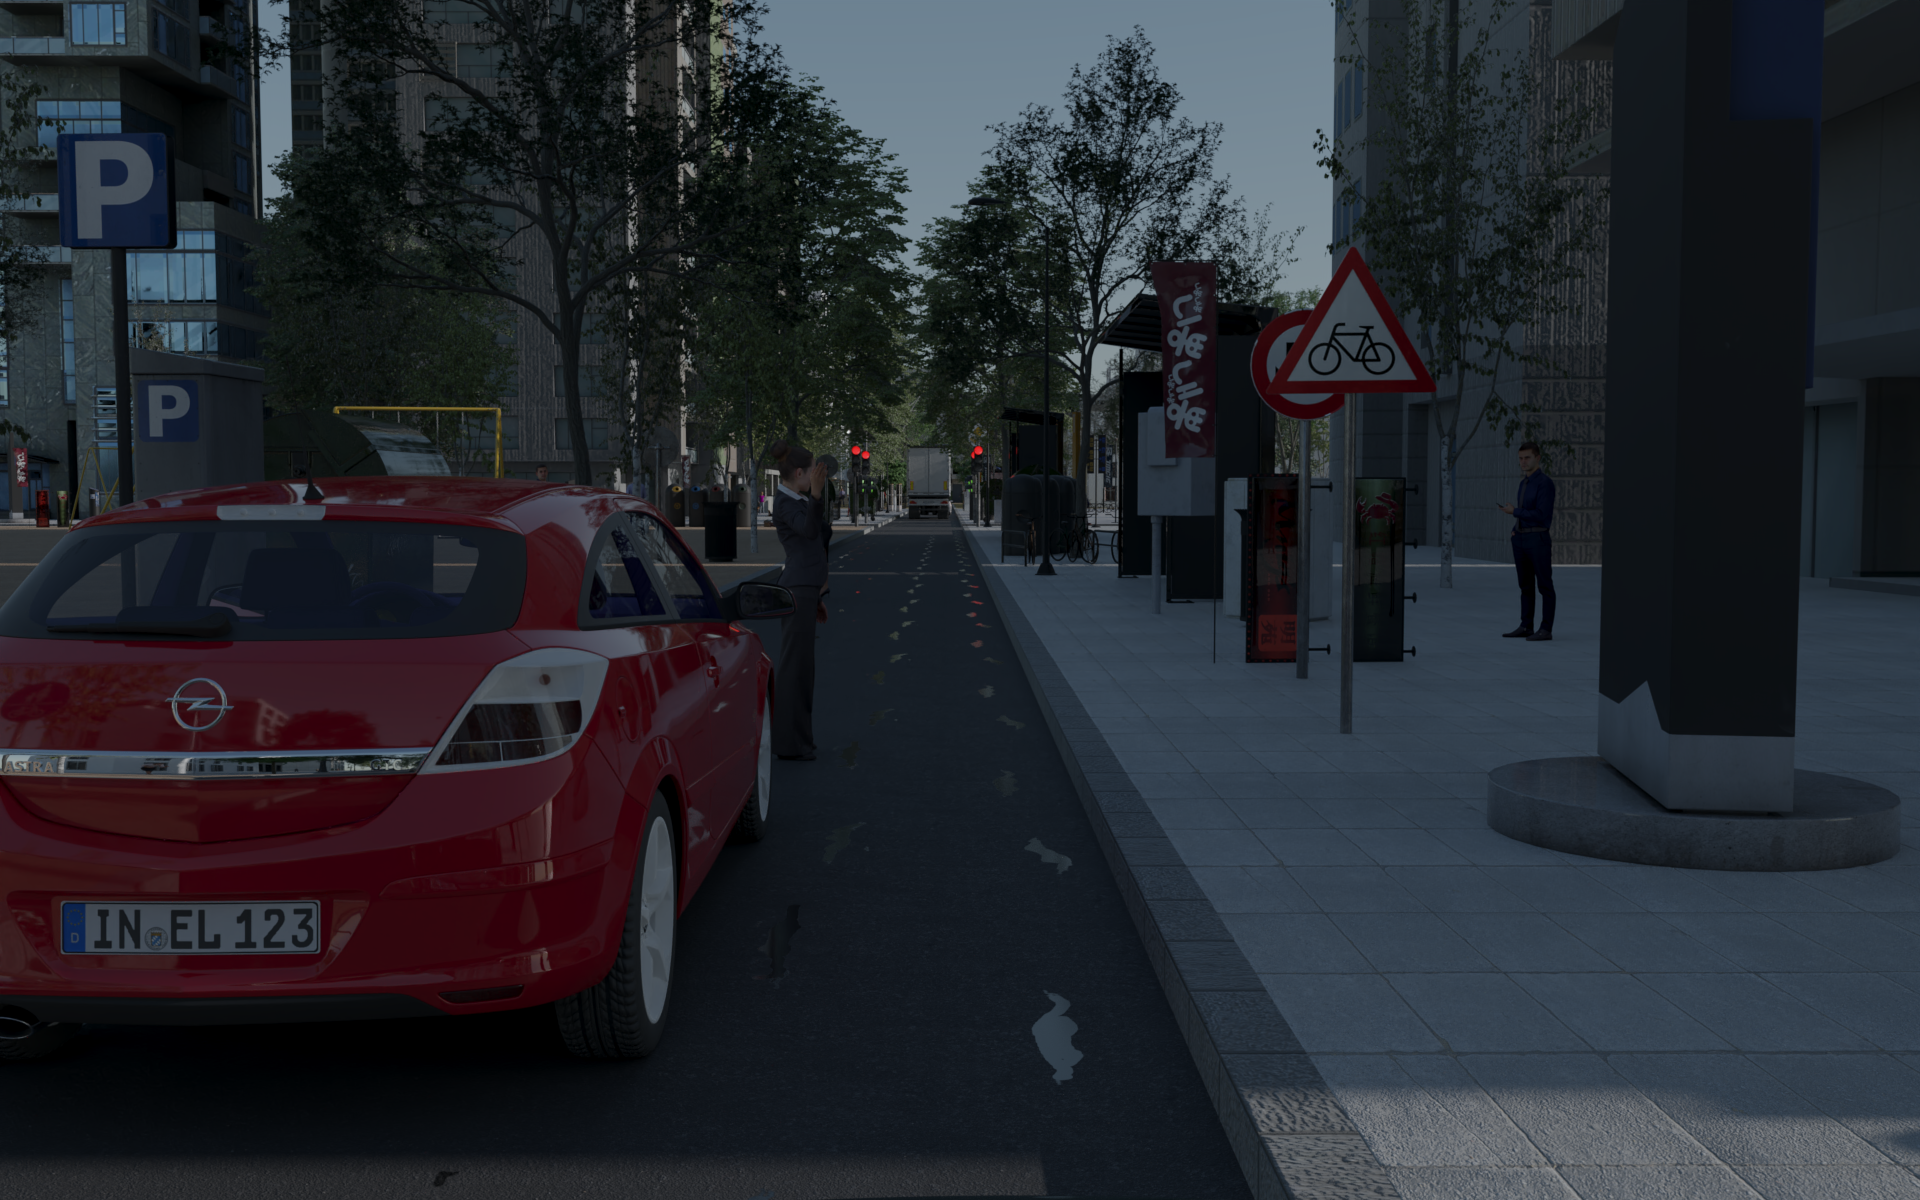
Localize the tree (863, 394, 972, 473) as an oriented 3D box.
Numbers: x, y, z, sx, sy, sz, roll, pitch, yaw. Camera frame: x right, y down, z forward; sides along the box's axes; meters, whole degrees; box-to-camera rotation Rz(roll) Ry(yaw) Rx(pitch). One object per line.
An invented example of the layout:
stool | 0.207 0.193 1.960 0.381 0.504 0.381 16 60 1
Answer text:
tree | -5.941 -14.725 166.515 9.928 11.665 9.643 0 3 0

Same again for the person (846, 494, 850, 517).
person | -6.134 -5.306 96.710 0.435 1.345 0.340 -2 4 -25

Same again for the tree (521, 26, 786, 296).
tree | -5.109 -4.770 28.357 4.360 8.622 3.978 0 3 0

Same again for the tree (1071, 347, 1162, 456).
tree | 13.542 -13.890 137.472 12.009 13.543 11.850 0 3 0

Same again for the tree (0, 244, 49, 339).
tree | -17.614 -5.580 25.653 7.601 10.594 8.767 -3 5 -39

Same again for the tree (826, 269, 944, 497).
tree | -4.262 -17.623 144.028 12.611 20.169 13.585 0 3 0

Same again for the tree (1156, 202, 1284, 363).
tree | 6.987 -5.744 44.270 4.360 8.622 3.978 0 3 0

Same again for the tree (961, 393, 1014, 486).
tree | 1.767 -9.821 110.929 4.360 8.622 3.978 0 3 0

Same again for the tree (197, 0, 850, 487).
tree | -4.742 -5.262 20.451 7.601 10.594 8.767 0 4 6

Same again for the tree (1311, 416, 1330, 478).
tree | 20.040 -8.830 94.738 4.737 8.622 4.395 0 3 0

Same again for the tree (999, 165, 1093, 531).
tree | 1.319 -8.648 59.530 7.486 12.596 7.792 0 3 0

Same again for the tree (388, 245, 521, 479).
tree | -14.504 -6.108 50.223 4.737 8.622 4.395 0 3 0

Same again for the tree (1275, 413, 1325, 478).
tree | 24.725 -13.662 140.379 9.611 12.733 9.660 0 3 0

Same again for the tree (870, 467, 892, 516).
tree | -5.111 -6.678 103.788 1.663 3.219 1.824 0 3 0

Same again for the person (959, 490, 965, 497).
person | 0.529 -12.844 216.179 1.348 1.807 0.705 -1 4 -10

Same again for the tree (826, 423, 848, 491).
tree | -10.387 -11.196 133.414 4.360 8.622 3.978 0 3 0

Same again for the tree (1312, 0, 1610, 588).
tree | 6.653 -4.455 23.200 4.360 8.622 3.978 0 3 0

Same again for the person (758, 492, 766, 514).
person | -12.458 -6.110 109.179 0.726 1.435 0.776 -1 4 -15

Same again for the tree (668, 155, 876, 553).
tree | -4.273 -5.334 37.577 4.737 8.622 4.395 0 3 0

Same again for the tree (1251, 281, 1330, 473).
tree | 15.770 -9.634 83.265 9.928 11.665 9.643 0 3 0

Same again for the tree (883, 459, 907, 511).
tree | -5.306 -9.158 133.441 4.285 4.588 4.351 0 3 0

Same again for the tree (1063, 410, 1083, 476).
tree | 9.375 -12.038 147.177 4.360 8.622 3.978 0 3 0

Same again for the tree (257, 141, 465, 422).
tree | -12.498 -5.247 36.149 4.360 8.622 3.978 0 3 0

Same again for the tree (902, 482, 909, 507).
tree | -5.617 -10.962 173.826 1.663 3.219 1.824 0 3 0

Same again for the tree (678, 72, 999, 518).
tree | -4.323 -7.905 47.368 7.486 12.596 7.792 0 3 0

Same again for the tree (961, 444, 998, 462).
tree | 1.727 -13.476 170.693 4.737 8.622 4.395 0 3 0

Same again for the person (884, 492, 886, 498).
person | -7.018 -9.145 155.508 0.705 1.831 1.348 -3 5 -41

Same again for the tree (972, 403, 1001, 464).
tree | 1.451 -16.070 188.503 9.928 11.665 9.643 0 3 0

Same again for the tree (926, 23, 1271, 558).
tree | 2.664 -6.105 34.236 7.601 10.594 8.767 1 4 11

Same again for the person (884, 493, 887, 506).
person | -8.074 -10.797 183.391 1.217 1.723 0.721 0 4 -6

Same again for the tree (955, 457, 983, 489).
tree | 1.397 -9.041 131.528 4.285 4.588 4.351 0 3 0

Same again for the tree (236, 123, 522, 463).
tree | -19.789 -9.327 59.148 9.857 13.997 8.962 0 3 0

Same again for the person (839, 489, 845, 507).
person | -11.831 -10.240 173.336 0.709 1.838 0.599 0 4 5

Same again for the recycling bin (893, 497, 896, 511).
recycling bin | -4.901 -7.130 129.123 0.722 1.027 0.722 3 5 40

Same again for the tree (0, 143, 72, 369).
tree | -26.989 -8.026 41.601 12.009 13.543 11.850 0 3 0

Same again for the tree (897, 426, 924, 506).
tree | -5.655 -14.102 180.932 4.360 8.622 3.978 0 3 0

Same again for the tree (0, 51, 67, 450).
tree | -10.911 -4.090 17.236 4.360 8.622 3.978 0 3 0

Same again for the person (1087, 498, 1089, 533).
person | 3.950 -2.852 55.360 0.574 1.496 0.600 2 4 32

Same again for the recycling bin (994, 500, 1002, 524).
recycling bin | 1.861 -3.854 75.572 0.722 1.027 0.722 0 4 2

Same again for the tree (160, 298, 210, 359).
tree | -29.636 -6.977 64.437 4.360 8.622 3.978 0 3 0

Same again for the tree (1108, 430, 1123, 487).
tree | 13.352 -10.929 129.046 4.360 8.622 3.978 0 3 0

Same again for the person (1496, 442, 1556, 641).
person | 4.992 -0.523 15.299 0.504 1.737 0.576 -1 4 -21
